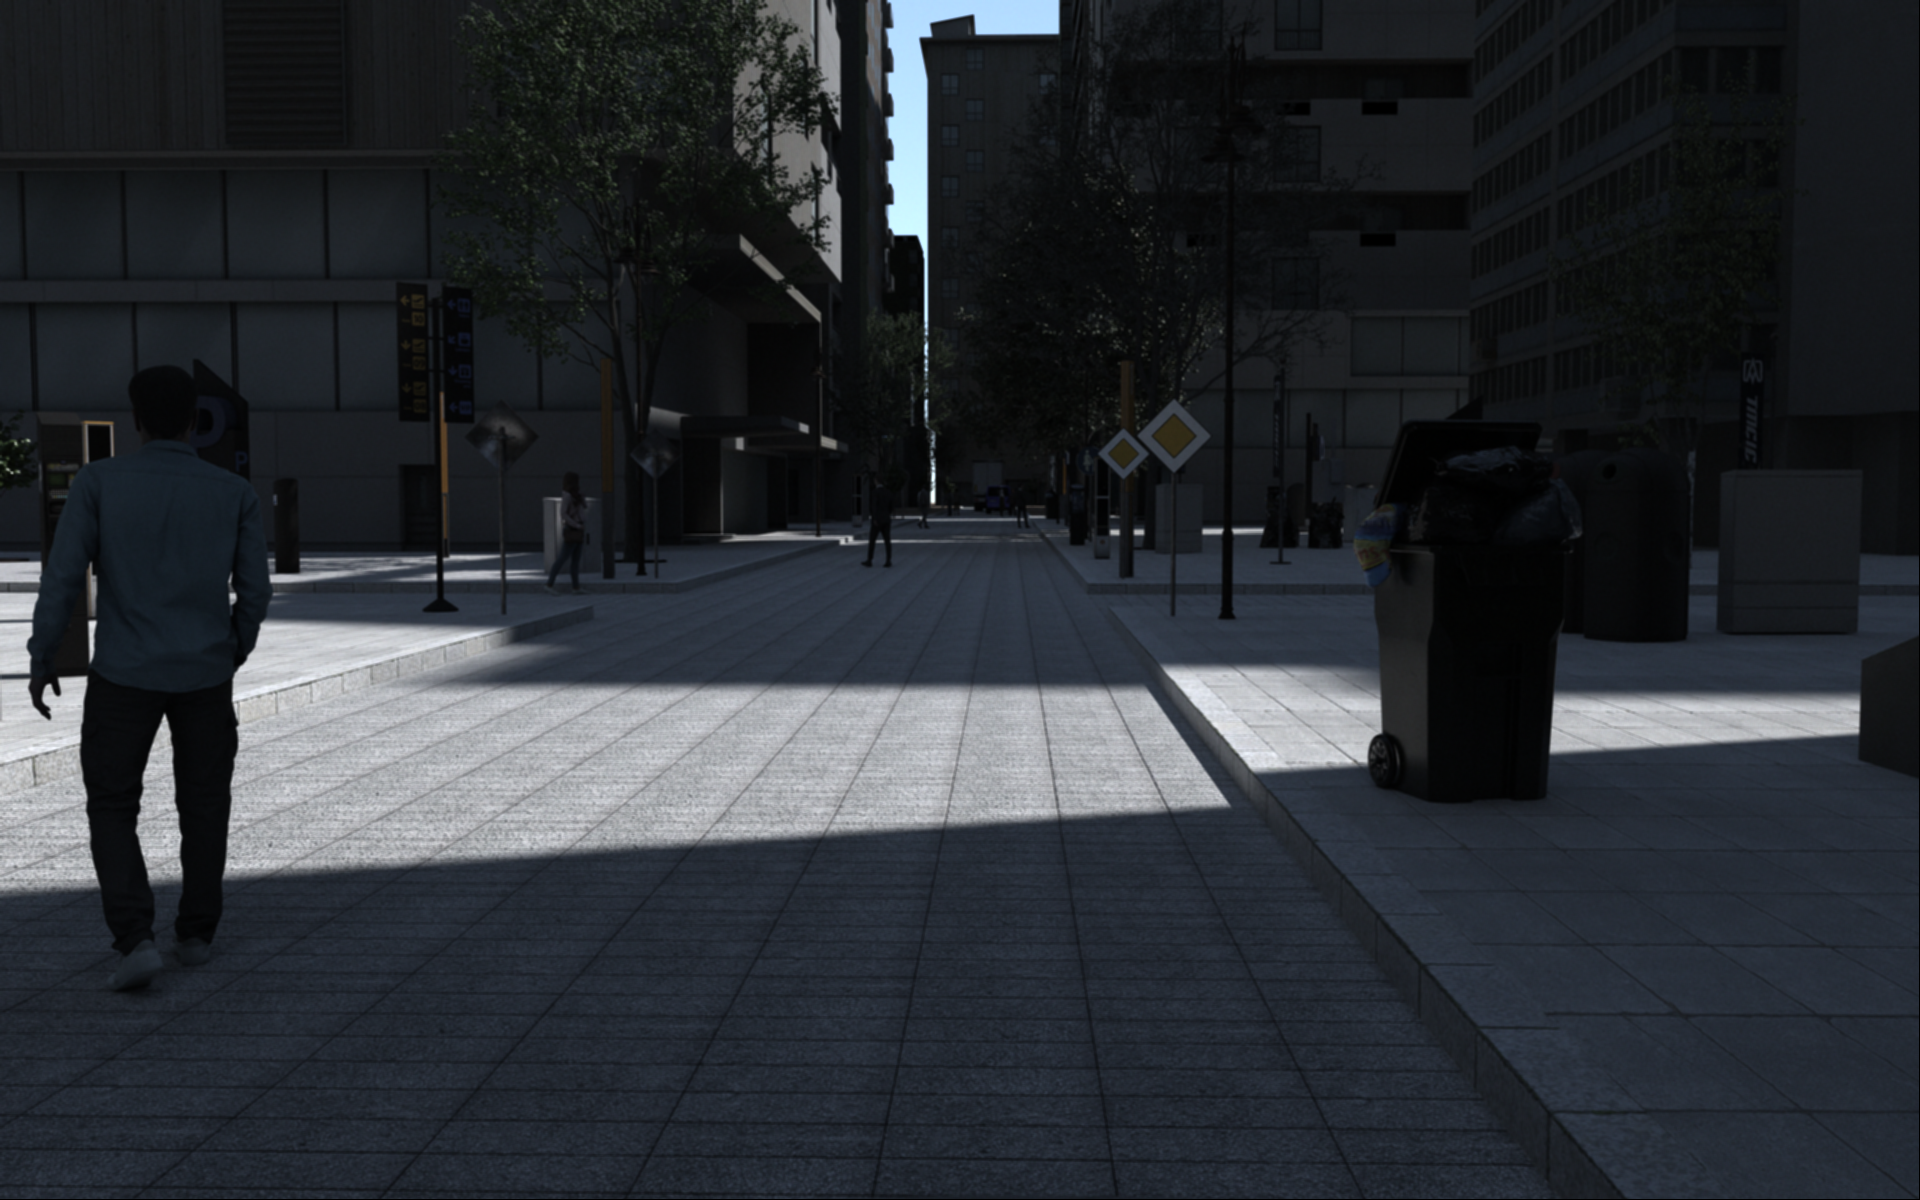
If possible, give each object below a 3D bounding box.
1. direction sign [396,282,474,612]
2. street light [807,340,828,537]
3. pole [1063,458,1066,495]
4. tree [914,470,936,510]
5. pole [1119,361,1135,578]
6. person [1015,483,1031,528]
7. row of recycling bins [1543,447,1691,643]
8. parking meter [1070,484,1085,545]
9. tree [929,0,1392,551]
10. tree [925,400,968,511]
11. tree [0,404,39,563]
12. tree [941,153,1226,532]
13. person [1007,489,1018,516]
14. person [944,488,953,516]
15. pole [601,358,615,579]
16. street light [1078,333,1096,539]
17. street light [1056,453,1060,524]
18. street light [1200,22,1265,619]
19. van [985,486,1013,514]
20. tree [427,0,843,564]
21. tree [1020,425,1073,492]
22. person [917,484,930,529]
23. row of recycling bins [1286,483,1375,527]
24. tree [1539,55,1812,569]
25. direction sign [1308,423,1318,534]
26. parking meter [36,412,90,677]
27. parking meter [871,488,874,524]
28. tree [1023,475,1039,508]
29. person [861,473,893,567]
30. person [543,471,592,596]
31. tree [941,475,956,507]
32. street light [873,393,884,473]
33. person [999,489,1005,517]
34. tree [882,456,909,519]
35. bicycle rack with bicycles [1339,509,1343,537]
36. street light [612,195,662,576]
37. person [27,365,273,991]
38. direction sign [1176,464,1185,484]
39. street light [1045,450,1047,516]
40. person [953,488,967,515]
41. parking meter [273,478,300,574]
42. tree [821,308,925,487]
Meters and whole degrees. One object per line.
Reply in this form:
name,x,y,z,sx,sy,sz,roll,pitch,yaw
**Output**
direction sign,-5.690,-1.644,18.869,0.876,3.537,0.379,-3,5,-44
street light,-4.270,-4.849,52.064,0.468,5.910,1.993,0,4,2
pole,5.944,-6.405,98.561,0.158,3.312,0.155,0,3,0
tree,-2.877,-8.887,139.906,1.663,3.219,1.824,0,3,0
pole,2.566,-2.003,26.593,0.158,3.312,0.155,0,3,0
person,2.643,-4.003,73.316,0.648,1.900,0.474,3,5,41
row of recycling bins,5.791,-0.583,16.646,1.069,1.692,3.534,-1,4,-10
parking meter,2.949,-2.145,43.475,0.372,1.533,0.369,0,3,0
tree,4.520,-7.900,39.540,12.009,13.543,11.850,0,3,0
tree,-2.170,-10.861,127.935,4.360,8.622,3.978,0,3,0
tree,-18.177,-2.327,32.649,1.663,3.219,1.824,0,3,0
tree,4.119,-8.623,57.989,9.611,12.733,9.660,0,3,0
person,3.412,-6.315,112.299,0.990,1.755,0.434,3,5,39
person,-0.703,-6.378,112.866,0.705,1.814,1.350,-1,4,-23
pole,-5.317,-1.976,26.151,0.158,3.312,0.155,0,3,0
street light,3.582,-4.664,49.037,0.468,5.910,1.993,0,4,2
street light,4.217,-6.214,74.387,0.468,5.910,1.993,0,4,2
street light,2.745,-2.743,17.636,0.468,5.910,1.993,0,4,2
van,2.893,-7.481,126.692,2.240,2.365,5.245,0,4,3
tree,-6.042,-6.513,32.243,9.928,11.665,9.643,0,3,0
tree,5.617,-9.400,104.048,4.360,8.622,3.978,0,3,0
person,-1.486,-3.881,72.048,0.679,1.850,0.850,3,5,41
row of recycling bins,14.154,-3.593,65.853,3.534,1.692,1.069,-1,4,-11
tree,12.438,-4.854,29.719,4.737,8.622,4.395,0,3,0
direction sign,11.371,-3.886,55.526,0.379,3.537,0.876,1,4,21
parking meter,-6.322,-0.397,12.209,0.255,1.863,0.399,-2,4,-33
parking meter,-3.578,-3.960,73.150,0.372,1.533,0.369,0,3,0
tree,6.998,-10.391,164.495,1.663,3.219,1.824,0,3,0
person,-1.619,-1.573,33.997,0.659,1.850,0.755,-3,5,-41
person,-5.577,-0.946,24.565,0.643,1.750,0.593,0,4,-4
tree,-1.351,-11.223,178.094,1.663,3.219,1.824,0,3,0
street light,-3.585,-6.414,77.658,0.468,5.910,1.993,0,4,2
person,2.731,-6.132,109.481,0.721,1.736,1.217,0,4,3
tree,-3.459,-5.699,87.782,1.663,3.219,1.824,0,3,0
bicycle rack with bicycles,11.545,-2.262,50.372,2.852,0.926,2.925,-1,4,-18
street light,-5.030,-3.326,27.161,0.468,5.910,1.993,0,4,2
person,-2.387,0.206,5.153,0.660,1.820,0.620,-3,4,-37
direction sign,8.418,-4.543,66.269,0.379,3.537,0.876,-1,4,-17
street light,4.953,-7.747,99.449,0.468,5.910,1.993,0,4,2
person,-0.218,-6.688,117.852,1.348,1.824,0.705,1,4,18
parking meter,-10.903,-1.201,28.041,0.372,1.533,0.369,0,3,0
tree,-3.912,-7.281,69.409,4.360,8.622,3.978,0,3,0
